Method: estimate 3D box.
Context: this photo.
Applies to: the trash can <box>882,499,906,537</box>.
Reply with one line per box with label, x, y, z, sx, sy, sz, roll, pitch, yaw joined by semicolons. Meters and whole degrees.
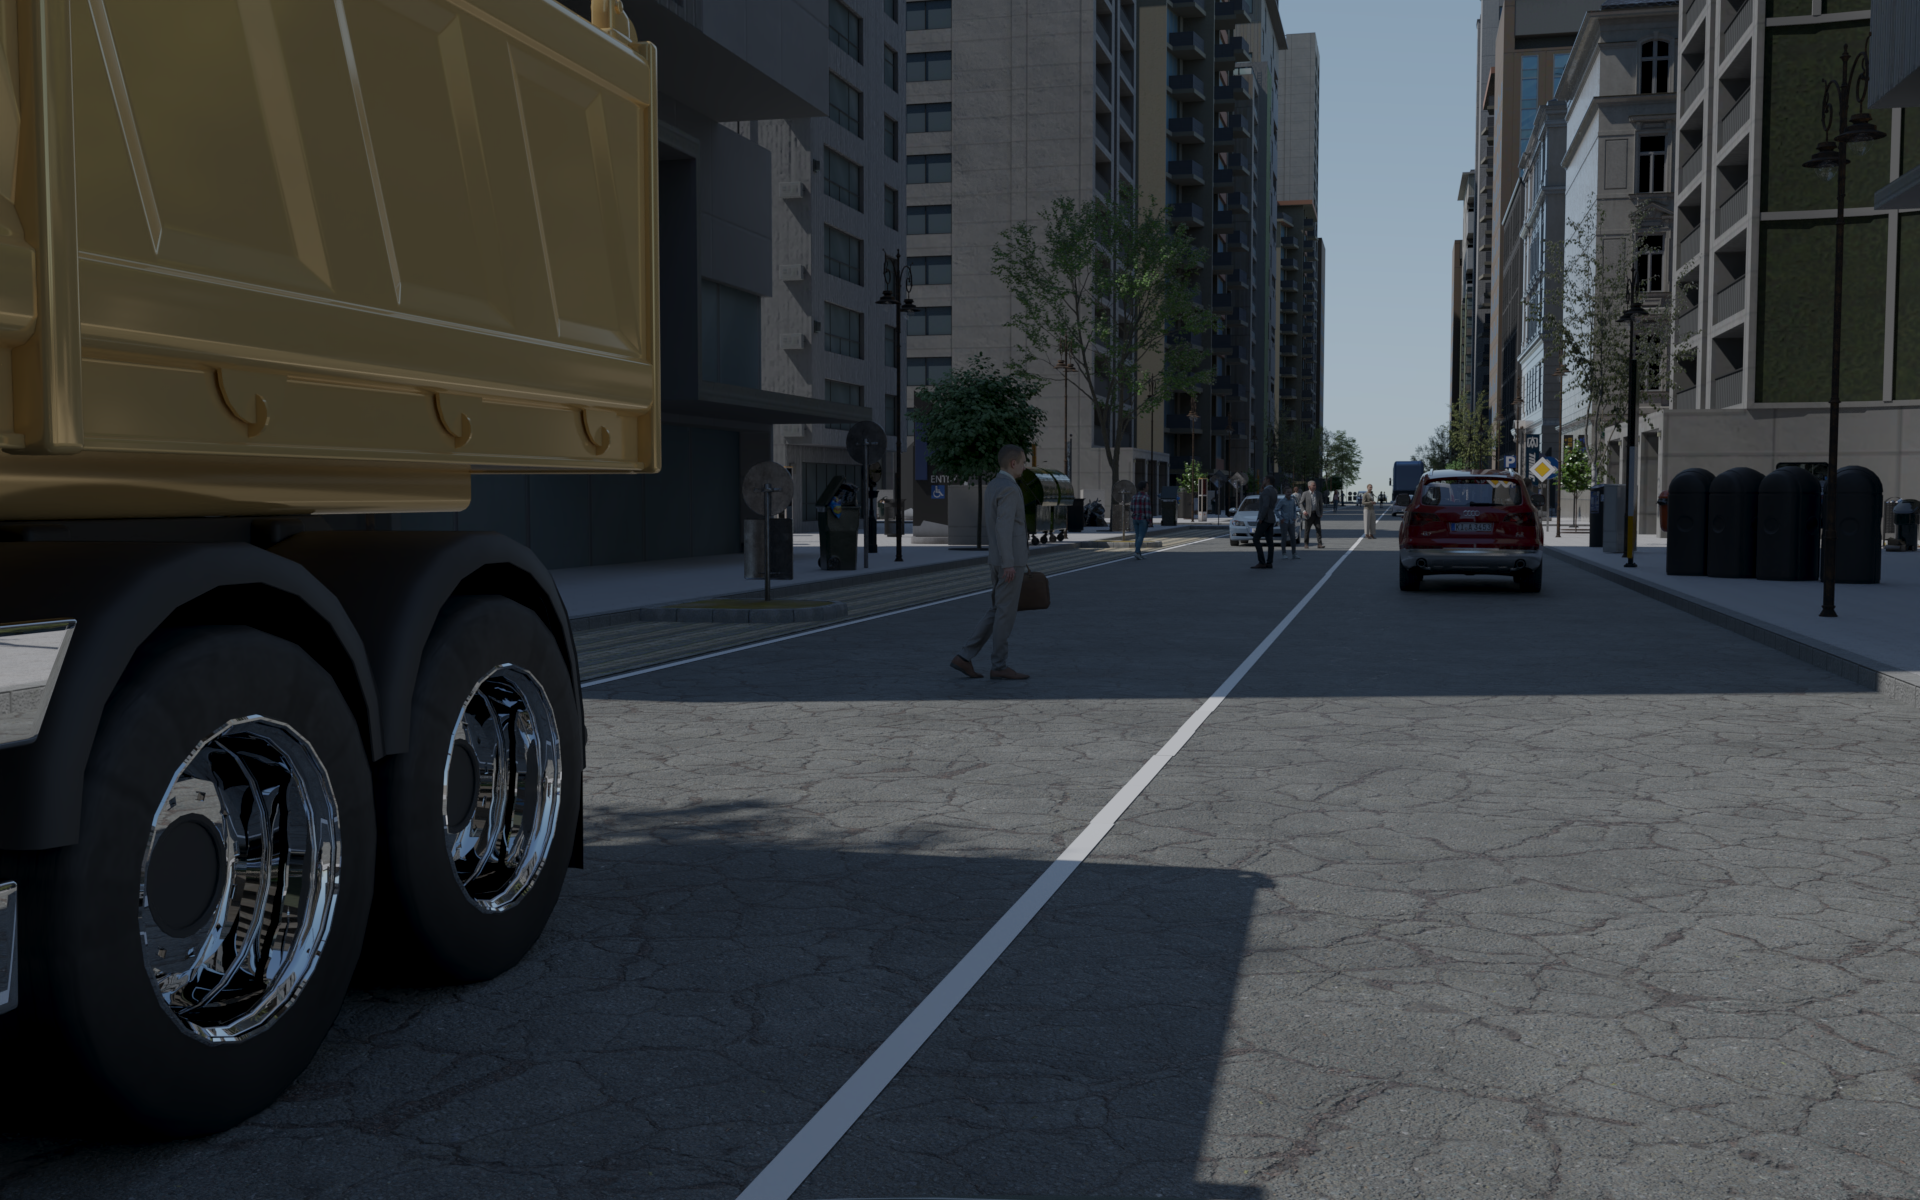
trash can;-1.958;-2.450;51.712;0.748;1.137;0.748;0;3;0

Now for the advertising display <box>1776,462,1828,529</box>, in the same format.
advertising display;16.937;-1.814;34.870;0.974;1.923;0.123;2;4;26

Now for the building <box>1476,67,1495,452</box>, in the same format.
building;63.871;-31.765;173.987;22.147;44.769;28.867;1;4;14

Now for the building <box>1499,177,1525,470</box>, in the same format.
building;49.824;-20.821;133.929;14.314;27.812;24.014;1;4;14

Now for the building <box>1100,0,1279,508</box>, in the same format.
building;28.913;-46.850;204.249;20.563;71.187;20.611;1;4;14

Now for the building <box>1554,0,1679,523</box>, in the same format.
building;51.025;-18.529;79.359;44.131;29.872;17.030;1;4;14

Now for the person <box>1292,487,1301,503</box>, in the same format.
person;15.187;-4.224;78.138;0.480;1.755;0.524;0;4;0

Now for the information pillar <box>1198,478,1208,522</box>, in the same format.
information pillar;11.275;-4.645;80.435;0.304;2.012;0.304;-2;4;-29

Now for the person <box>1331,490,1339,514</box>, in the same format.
person;27.206;-7.123;125.548;0.593;1.750;0.643;2;4;26

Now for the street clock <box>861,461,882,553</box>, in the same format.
street clock;-1.923;-2.022;37.629;0.358;2.002;0.471;2;4;33

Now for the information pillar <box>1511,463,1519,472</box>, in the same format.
information pillar;34.523;-7.131;107.942;0.504;3.616;0.183;1;4;9

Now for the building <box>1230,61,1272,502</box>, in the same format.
building;21.099;-29.183;160.734;14.154;41.232;14.086;1;4;14

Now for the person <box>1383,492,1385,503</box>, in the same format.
person;67.784;-16.399;276.556;0.705;1.831;1.348;1;4;15

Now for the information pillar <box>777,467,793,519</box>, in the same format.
information pillar;-4.689;-2.566;46.439;0.304;2.012;0.304;2;4;34

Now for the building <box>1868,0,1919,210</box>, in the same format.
building;27.181;-26.120;16.295;28.713;52.752;27.495;1;4;14

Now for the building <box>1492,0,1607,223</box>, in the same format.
building;54.730;-30.799;153.678;14.600;45.320;14.200;1;4;14

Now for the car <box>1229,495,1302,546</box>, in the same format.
car;8.686;-2.265;49.038;2.014;1.417;4.499;1;4;15

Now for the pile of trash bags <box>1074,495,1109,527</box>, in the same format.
pile of trash bags;4.644;-3.618;68.906;1.912;1.369;3.447;-1;4;-10

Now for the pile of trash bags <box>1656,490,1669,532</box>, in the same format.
pile of trash bags;16.895;-1.755;38.454;3.447;1.369;1.912;-1;4;-22

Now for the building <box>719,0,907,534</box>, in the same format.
building;-9.697;-17.801;62.746;14.107;30.474;14.160;1;4;14

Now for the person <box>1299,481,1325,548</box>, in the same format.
person;9.262;-2.232;45.389;0.661;1.777;0.834;-1;4;-16

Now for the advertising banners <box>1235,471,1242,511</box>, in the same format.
advertising banners;21.142;-8.258;131.200;0.090;3.025;2.074;1;4;23

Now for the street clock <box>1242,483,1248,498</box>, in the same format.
street clock;18.493;-6.591;112.330;0.358;2.002;0.471;3;4;37

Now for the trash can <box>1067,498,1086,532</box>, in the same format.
trash can;3.863;-2.853;58.307;0.748;1.137;0.748;0;3;0

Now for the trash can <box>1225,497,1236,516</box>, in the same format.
trash can;15.643;-5.415;100.187;0.748;1.137;0.748;0;3;0

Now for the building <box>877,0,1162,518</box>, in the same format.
building;1.745;-40.573;101.628;20.563;71.187;20.611;1;4;14

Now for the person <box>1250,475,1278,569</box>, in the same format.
person;5.870;-1.510;33.378;0.592;1.802;0.473;-3;5;-44

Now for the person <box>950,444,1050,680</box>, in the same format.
person;0.361;-0.292;13.387;0.853;1.813;0.709;-1;4;-17

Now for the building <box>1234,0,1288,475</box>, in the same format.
building;19.011;-36.288;182.555;28.713;52.752;27.495;1;4;14

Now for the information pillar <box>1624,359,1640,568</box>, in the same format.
information pillar;11.817;-2.387;30.385;0.183;3.616;0.504;2;4;28

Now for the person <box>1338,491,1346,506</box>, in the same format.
person;44.072;-11.684;199.613;1.350;1.814;0.705;-3;4;-39

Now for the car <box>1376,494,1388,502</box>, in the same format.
car;73.756;-17.880;302.563;2.015;1.641;3.980;1;4;13

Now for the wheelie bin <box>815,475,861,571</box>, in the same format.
wheelie bin;-2.050;-1.308;29.296;0.693;1.594;0.980;-1;4;-19

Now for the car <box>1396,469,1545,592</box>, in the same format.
car;7.930;-1.117;26.944;2.281;1.827;5.304;1;4;16

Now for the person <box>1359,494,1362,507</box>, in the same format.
person;44.287;-10.971;191.095;0.599;1.433;0.991;0;4;5

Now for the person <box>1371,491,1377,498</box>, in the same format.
person;49.162;-12.144;207.019;1.348;1.831;0.705;1;4;13

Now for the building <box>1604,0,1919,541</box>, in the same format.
building;31.327;-37.414;49.965;20.563;71.187;20.611;1;4;14

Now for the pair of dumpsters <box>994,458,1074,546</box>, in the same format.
pair of dumpsters;1.835;-2.602;45.034;1.574;2.255;4.437;1;4;14

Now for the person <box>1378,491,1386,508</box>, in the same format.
person;43.180;-10.270;177.199;0.721;1.735;1.217;-2;4;-30

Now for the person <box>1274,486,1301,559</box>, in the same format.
person;7.232;-1.710;38.268;0.589;1.601;0.330;-1;4;-13

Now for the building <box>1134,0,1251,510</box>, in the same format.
building;10.664;-29.356;134.587;22.147;44.769;28.867;1;4;14

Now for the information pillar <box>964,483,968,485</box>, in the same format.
information pillar;0.206;-6.171;92.247;0.183;3.616;0.504;3;5;43

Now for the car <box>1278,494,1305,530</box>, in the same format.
car;12.579;-3.565;68.069;2.009;1.686;4.222;1;4;13

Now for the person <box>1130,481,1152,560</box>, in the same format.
person;3.944;-1.750;37.947;0.643;1.720;0.563;-3;4;-36

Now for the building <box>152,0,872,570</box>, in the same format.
building;-18.181;-26.691;25.640;28.713;52.752;27.495;1;4;14

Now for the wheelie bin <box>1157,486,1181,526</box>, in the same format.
wheelie bin;8.418;-3.781;69.735;0.980;1.594;0.693;1;4;17

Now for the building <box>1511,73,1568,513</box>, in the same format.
building;43.528;-19.947;112.034;13.634;28.700;20.117;1;4;14

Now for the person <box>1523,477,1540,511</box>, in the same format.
person;11.051;-1.512;33.770;0.519;1.759;0.362;2;4;31

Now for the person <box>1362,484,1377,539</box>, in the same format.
person;13.105;-2.832;55.348;0.519;1.759;0.362;-3;4;-36

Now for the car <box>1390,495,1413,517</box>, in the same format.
car;28.835;-6.080;111.776;2.083;1.381;4.827;1;4;13
